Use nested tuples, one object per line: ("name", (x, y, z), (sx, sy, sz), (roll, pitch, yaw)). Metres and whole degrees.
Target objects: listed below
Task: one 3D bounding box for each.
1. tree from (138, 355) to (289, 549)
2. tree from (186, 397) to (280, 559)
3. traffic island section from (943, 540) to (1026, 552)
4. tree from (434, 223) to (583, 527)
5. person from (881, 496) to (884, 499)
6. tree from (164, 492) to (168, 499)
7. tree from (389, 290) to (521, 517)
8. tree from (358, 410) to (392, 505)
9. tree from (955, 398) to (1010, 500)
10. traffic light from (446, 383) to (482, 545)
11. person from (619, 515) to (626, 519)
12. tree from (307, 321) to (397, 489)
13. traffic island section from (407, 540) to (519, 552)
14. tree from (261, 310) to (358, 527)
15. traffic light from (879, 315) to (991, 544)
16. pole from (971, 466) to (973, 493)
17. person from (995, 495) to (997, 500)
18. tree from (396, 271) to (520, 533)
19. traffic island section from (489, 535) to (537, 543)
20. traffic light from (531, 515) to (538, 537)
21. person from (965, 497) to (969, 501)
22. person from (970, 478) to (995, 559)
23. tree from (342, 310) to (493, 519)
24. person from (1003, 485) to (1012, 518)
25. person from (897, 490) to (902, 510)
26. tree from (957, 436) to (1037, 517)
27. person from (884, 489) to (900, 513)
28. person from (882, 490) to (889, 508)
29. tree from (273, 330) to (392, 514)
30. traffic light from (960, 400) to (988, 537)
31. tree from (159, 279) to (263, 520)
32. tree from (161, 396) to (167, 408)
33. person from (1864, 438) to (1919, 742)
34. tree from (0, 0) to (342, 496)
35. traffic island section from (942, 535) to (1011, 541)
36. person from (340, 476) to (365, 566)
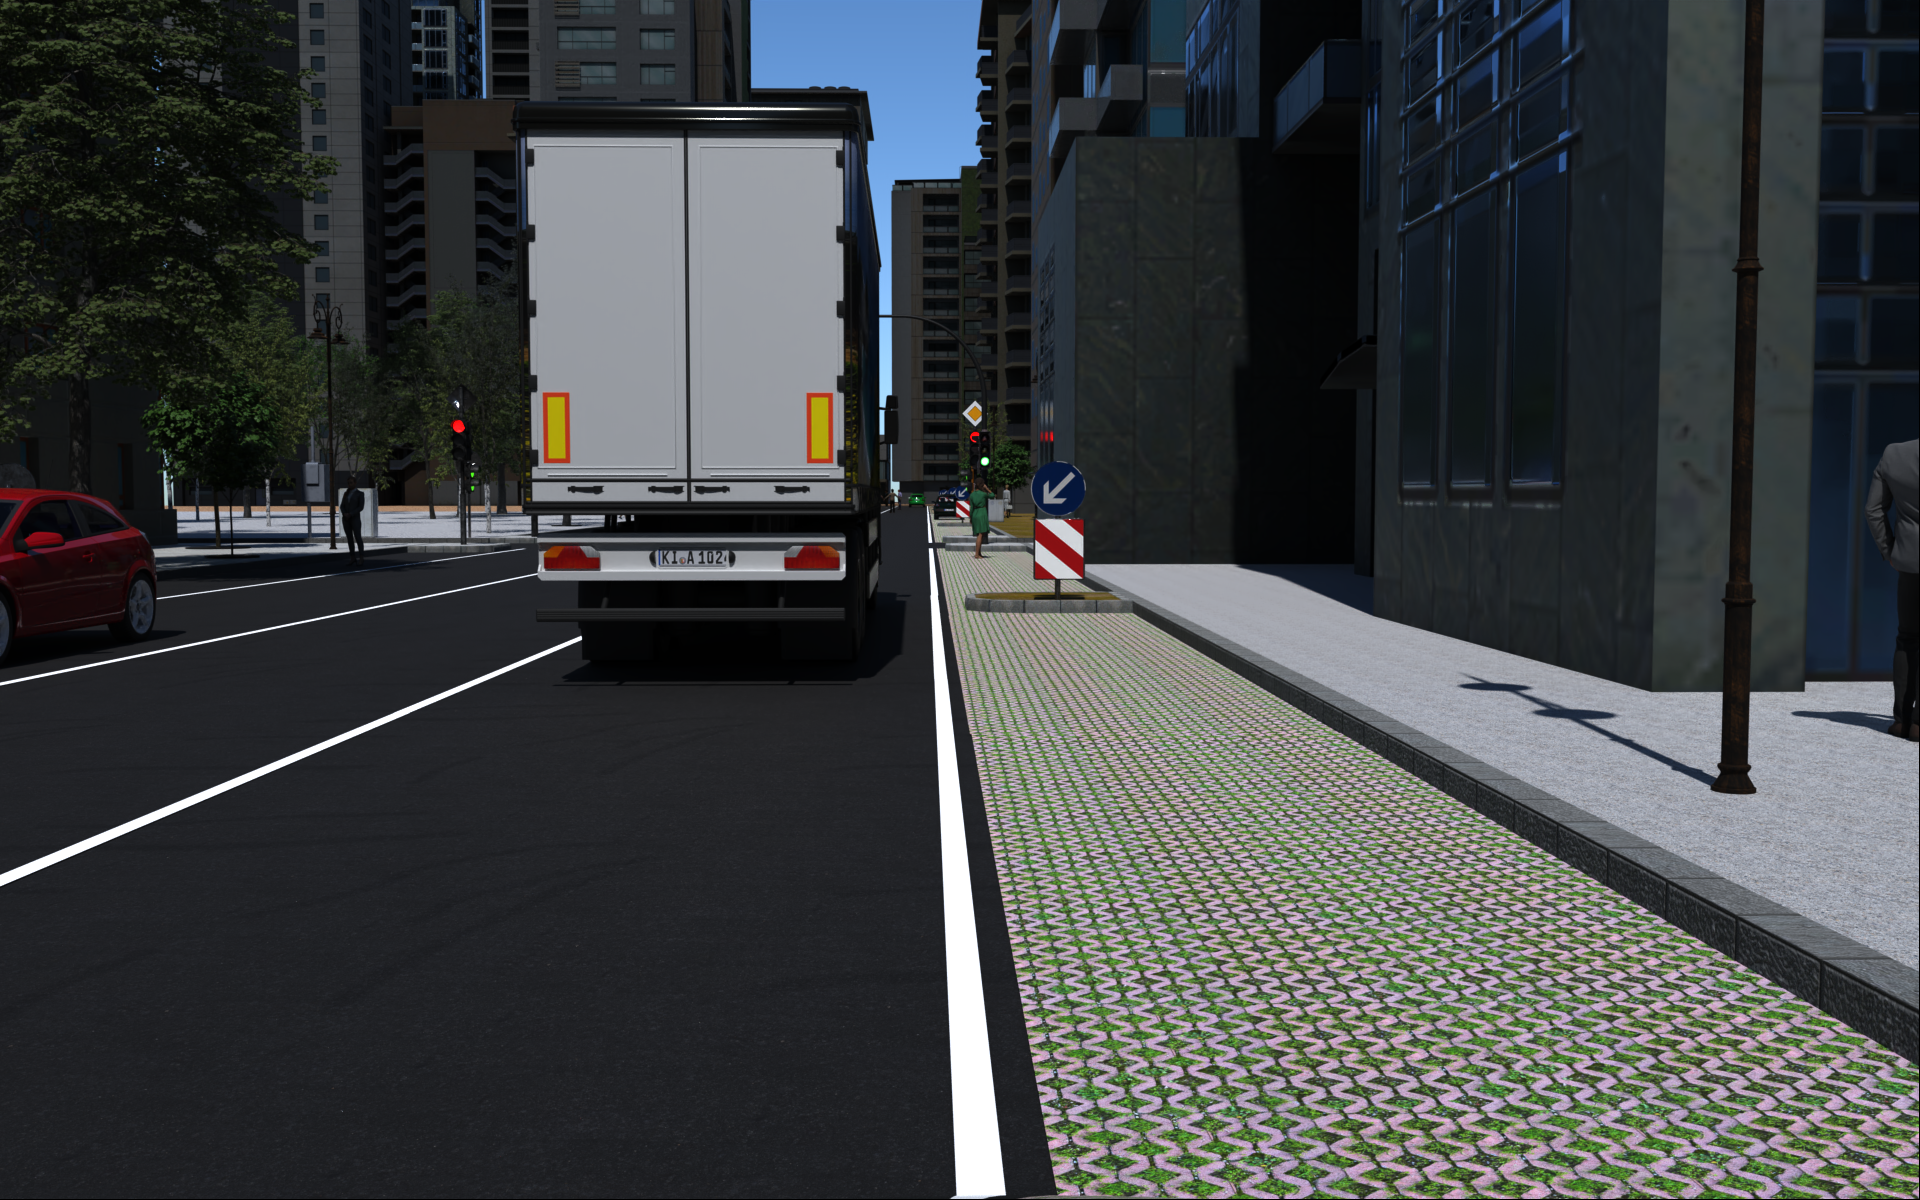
("tree", (-17.543, -3.492, 40.808), (4.285, 4.588, 4.351), (0, 3, 0))
("tree", (-14.583, -2.449, 34.642), (1.663, 3.219, 1.824), (0, 3, 0))
("traffic island section", (0.632, -1.339, 44.181), (2.009, 0.180, 2.903), (0, 4, -1))
("tree", (-15.513, -9.676, 68.577), (12.009, 13.543, 11.850), (0, 3, 0))
("person", (-9.116, -11.385, 195.357), (1.217, 1.736, 0.721), (3, 4, 36))
("tree", (-54.502, -12.109, 99.809), (13.155, 14.587, 18.604), (-1, 4, -9))
("tree", (-28.131, -10.945, 97.078), (7.486, 12.596, 7.792), (0, 3, 0))
("tree", (-41.211, -10.480, 121.710), (4.737, 8.622, 4.395), (0, 3, 0))
("tree", (2.008, -11.040, 130.865), (4.737, 8.622, 4.395), (0, 3, 0))
("traffic light", (-12.567, -3.356, 43.797), (0.839, 4.253, 0.868), (0, 4, -1))
("person", (-16.979, -4.725, 87.573), (0.640, 1.303, 0.475), (1, 4, 17))
("tree", (-25.611, -7.520, 73.308), (4.360, 8.622, 3.978), (0, 3, 0))
("traffic island section", (-12.607, -1.324, 43.931), (2.009, 0.180, 2.903), (0, 4, -1))
("tree", (-27.075, -7.207, 68.197), (4.737, 8.622, 4.395), (0, 3, 0))
("traffic light", (-1.498, -4.233, 43.885), (4.771, 5.953, 1.251), (0, 4, -1))
("pole", (0.828, -7.229, 112.035), (0.158, 3.312, 0.155), (0, 3, 0))
("person", (2.429, -6.636, 119.217), (0.332, 1.250, 0.352), (-2, 4, -35))
("tree", (-15.675, -6.491, 56.484), (4.360, 8.622, 3.978), (0, 3, 0))
("traffic island section", (-12.761, -1.812, 51.914), (2.009, 0.180, 2.903), (0, 4, -1))
("traffic light", (-10.631, -4.721, 51.856), (4.771, 5.953, 1.251), (0, 4, -1))
("person", (0.573, -9.166, 155.997), (0.705, 1.812, 1.348), (-3, 5, -43))
("person", (0.426, -1.813, 38.396), (0.600, 1.795, 0.529), (2, 4, 29))
("tree", (-27.331, -9.419, 88.411), (7.601, 10.594, 8.767), (0, 4, 4))
("person", (2.452, -5.245, 92.151), (0.624, 1.780, 0.694), (-2, 4, -35))
("person", (-5.566, -9.029, 155.985), (0.599, 1.838, 0.709), (-2, 4, -26))
("tree", (2.892, -7.017, 98.435), (4.285, 4.588, 4.351), (0, 3, 0))
("person", (-5.149, -7.533, 131.673), (1.348, 1.823, 0.705), (-1, 4, -18))
("person", (-7.689, -10.546, 180.554), (0.705, 1.869, 1.348), (-2, 4, -33))
("tree", (-40.109, -11.278, 110.150), (9.928, 11.665, 9.643), (0, 3, 0))
("traffic light", (0.437, -3.861, 52.050), (0.839, 4.253, 0.868), (0, 4, -1))
("tree", (-25.426, -6.446, 55.747), (4.737, 8.622, 4.395), (0, 3, 0))
("tree", (-38.734, -10.305, 75.148), (9.857, 13.997, 8.962), (0, 3, 0))
("person", (5.063, -0.171, 9.016), (0.473, 1.802, 0.592), (-1, 4, -17))
("tree", (-13.893, -6.722, 28.025), (7.486, 12.596, 7.792), (0, 3, 0))
("traffic island section", (0.478, -1.828, 52.164), (2.009, 0.180, 2.903), (0, 4, -1))
("person", (-12.172, -1.582, 34.634), (0.520, 1.790, 0.573), (0, 4, -3))
